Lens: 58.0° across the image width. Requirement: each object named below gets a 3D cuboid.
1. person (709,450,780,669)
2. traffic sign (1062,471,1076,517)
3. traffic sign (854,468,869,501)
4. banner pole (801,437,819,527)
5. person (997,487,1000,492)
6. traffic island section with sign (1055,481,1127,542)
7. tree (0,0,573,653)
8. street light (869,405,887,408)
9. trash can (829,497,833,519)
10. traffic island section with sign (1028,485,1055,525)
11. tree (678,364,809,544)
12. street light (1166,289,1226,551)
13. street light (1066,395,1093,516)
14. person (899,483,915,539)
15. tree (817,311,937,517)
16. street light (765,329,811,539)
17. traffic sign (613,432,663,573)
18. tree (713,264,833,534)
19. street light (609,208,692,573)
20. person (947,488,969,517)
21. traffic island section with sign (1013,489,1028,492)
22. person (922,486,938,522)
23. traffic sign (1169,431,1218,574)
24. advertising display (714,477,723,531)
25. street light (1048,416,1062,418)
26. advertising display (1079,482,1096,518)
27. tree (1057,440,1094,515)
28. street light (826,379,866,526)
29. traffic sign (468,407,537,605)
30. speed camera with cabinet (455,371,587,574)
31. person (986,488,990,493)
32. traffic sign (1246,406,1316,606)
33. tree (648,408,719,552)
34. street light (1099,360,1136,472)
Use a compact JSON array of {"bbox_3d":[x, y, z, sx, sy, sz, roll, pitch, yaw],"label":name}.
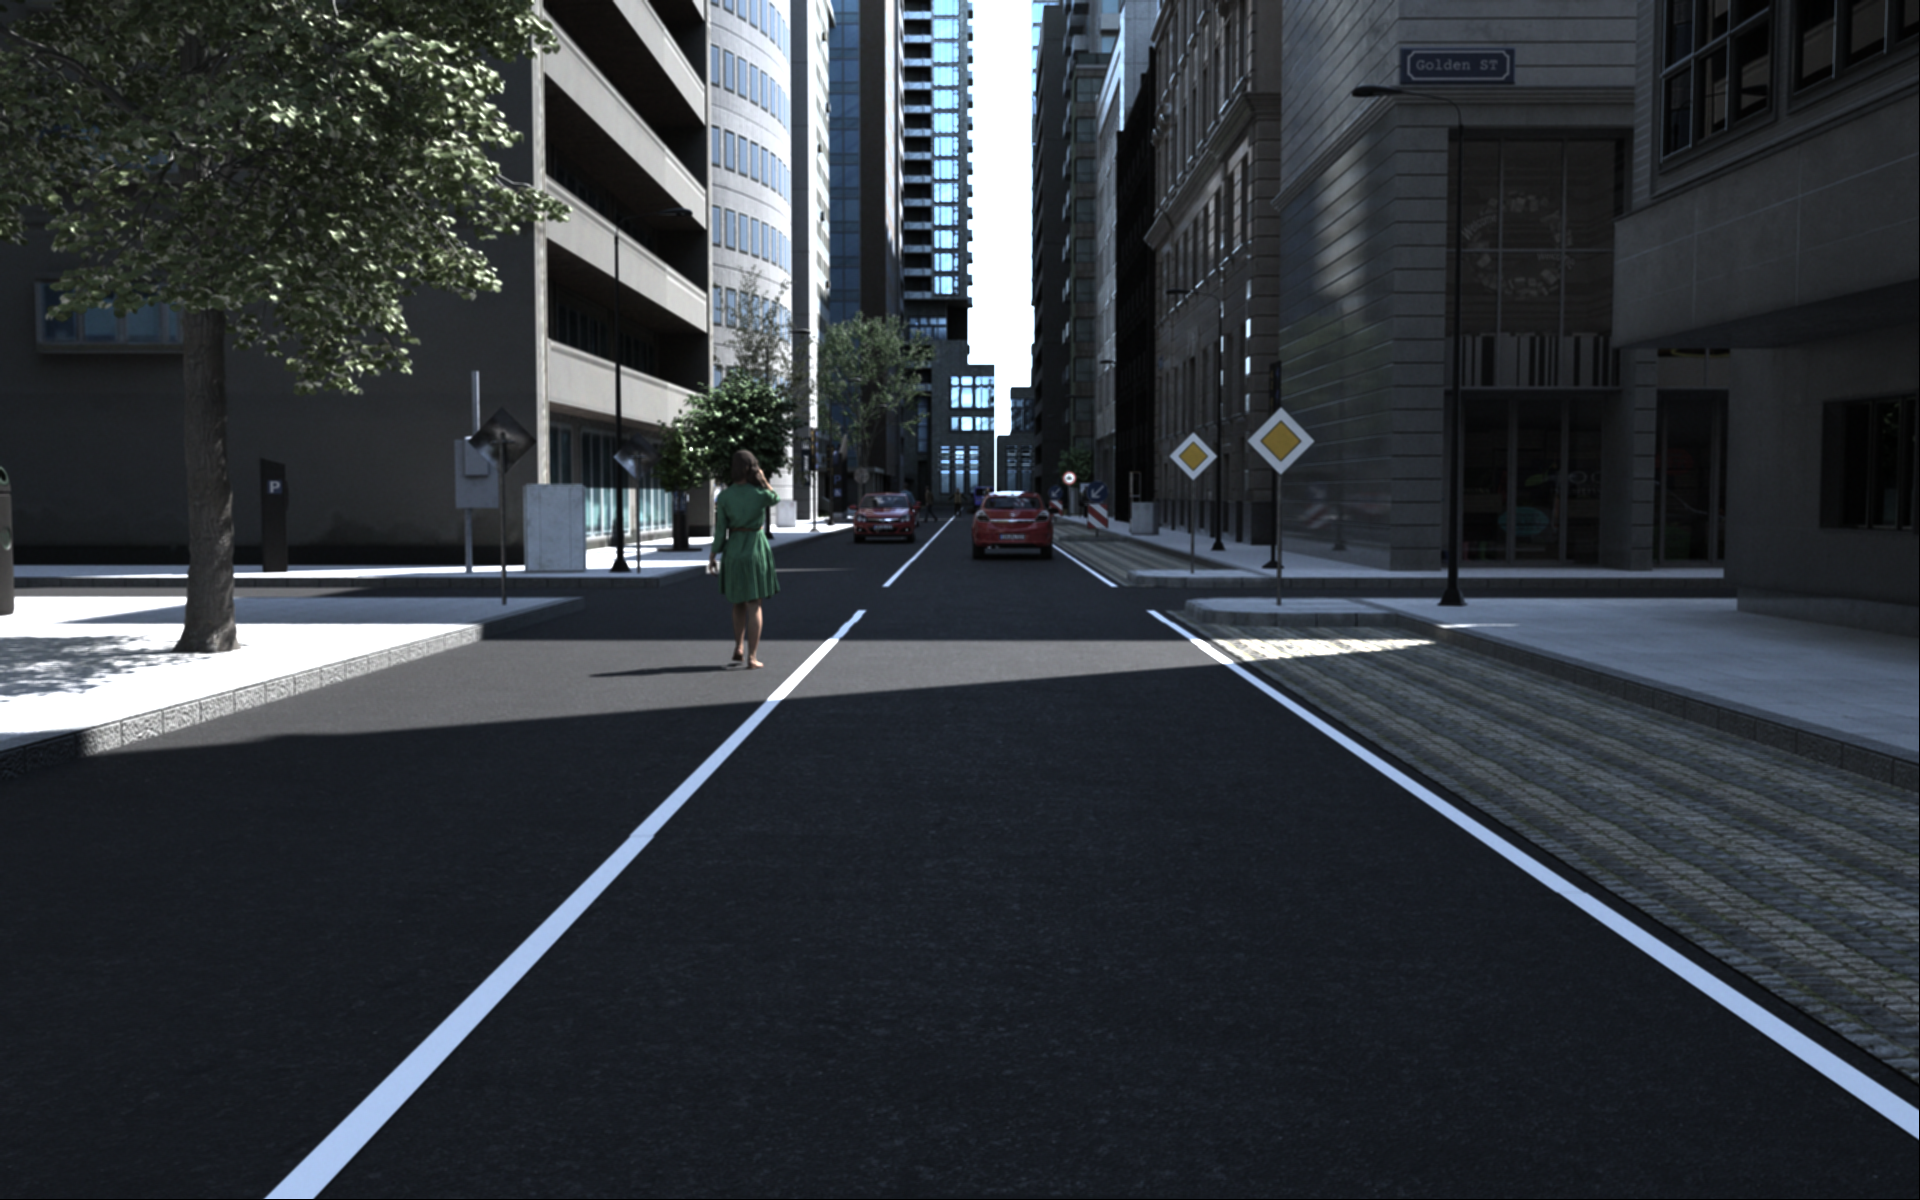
[{"bbox_3d":[-1.786,-0.344,14.366,0.600,1.795,0.529,0,4,-7],"label":"person"},{"bbox_3d":[6.093,-5.901,96.592,0.768,2.556,0.104,0,4,3],"label":"traffic sign"},{"bbox_3d":[-4.764,-5.120,83.823,0.768,2.556,0.104,0,4,4],"label":"traffic sign"},{"bbox_3d":[-5.840,-4.720,67.184,0.863,3.779,0.401,-3,5,-44],"label":"banner pole"},{"bbox_3d":[2.226,-5.691,101.539,0.794,1.824,0.713,2,4,25],"label":"person"},{"bbox_3d":[4.010,-2.686,52.547,1.989,1.847,2.006,0,4,1],"label":"traffic island section with sign"},{"bbox_3d":[-6.386,-5.876,14.194,7.486,12.596,7.792,0,3,0],"label":"tree"},{"bbox_3d":[-4.512,-7.213,90.473,1.470,5.913,1.316,0,4,1],"label":"street light"},{"bbox_3d":[-6.472,-4.793,90.013,0.748,1.137,0.748,0,3,0],"label":"trash can"},{"bbox_3d":[4.263,-4.344,79.658,1.989,1.847,2.006,0,4,1],"label":"traffic island section with sign"},{"bbox_3d":[-5.511,-3.678,43.854,4.285,4.588,4.351,0,3,0],"label":"tree"},{"bbox_3d":[5.347,-4.084,39.310,1.470,5.913,1.316,0,4,1],"label":"street light"},{"bbox_3d":[5.674,-6.654,81.340,1.470,5.913,1.316,0,4,1],"label":"street light"},{"bbox_3d":[-1.723,-2.822,54.988,0.601,1.785,0.444,0,4,2],"label":"person"},{"bbox_3d":[-5.400,-10.457,96.732,9.928,11.665,9.643,0,3,0],"label":"tree"},{"bbox_3d":[-4.910,-4.678,49.019,1.470,5.913,1.316,0,4,1],"label":"street light"},{"bbox_3d":[-5.199,-1.488,27.977,0.795,2.450,0.064,0,4,1],"label":"traffic sign"},{"bbox_3d":[-6.206,-6.418,55.304,4.360,8.622,3.978,0,3,0],"label":"tree"},{"bbox_3d":[-5.045,-3.410,28.296,1.470,5.913,1.316,0,4,1],"label":"street light"},{"bbox_3d":[-0.136,-6.185,109.722,1.348,1.812,0.705,0,4,-3],"label":"person"},{"bbox_3d":[4.988,-9.061,156.781,1.989,1.847,2.006,0,4,1],"label":"traffic island section with sign"},{"bbox_3d":[-1.546,-4.871,88.044,0.836,1.842,0.656,0,4,-2],"label":"person"},{"bbox_3d":[3.745,-1.482,27.873,0.795,2.450,0.064,0,4,1],"label":"traffic sign"},{"bbox_3d":[-8.420,-3.273,58.722,0.123,1.923,0.974,2,4,35],"label":"advertising display"},{"bbox_3d":[5.897,-7.949,102.500,1.470,5.913,1.316,0,4,1],"label":"street light"},{"bbox_3d":[6.917,-5.437,94.103,0.974,1.923,0.123,-1,4,-16],"label":"advertising display"},{"bbox_3d":[7.449,-7.505,106.416,4.285,4.588,4.351,0,3,0],"label":"tree"},{"bbox_3d":[-4.668,-5.945,69.742,1.470,5.913,1.316,0,4,1],"label":"street light"},{"bbox_3d":[-5.274,-1.000,19.992,0.795,2.450,0.064,0,4,1],"label":"traffic sign"},{"bbox_3d":[-7.167,-2.074,28.253,2.038,3.252,0.660,-1,4,-15],"label":"speed camera with cabinet"},{"bbox_3d":[1.755,-5.563,99.679,0.699,1.804,1.509,1,4,23],"label":"person"},{"bbox_3d":[3.670,-0.994,19.888,0.795,2.450,0.064,0,4,1],"label":"traffic sign"},{"bbox_3d":[-6.294,-2.708,38.883,1.663,3.219,1.824,0,3,0],"label":"tree"},{"bbox_3d":[5.528,-5.358,60.146,1.470,5.913,1.316,0,4,1],"label":"street light"}]
